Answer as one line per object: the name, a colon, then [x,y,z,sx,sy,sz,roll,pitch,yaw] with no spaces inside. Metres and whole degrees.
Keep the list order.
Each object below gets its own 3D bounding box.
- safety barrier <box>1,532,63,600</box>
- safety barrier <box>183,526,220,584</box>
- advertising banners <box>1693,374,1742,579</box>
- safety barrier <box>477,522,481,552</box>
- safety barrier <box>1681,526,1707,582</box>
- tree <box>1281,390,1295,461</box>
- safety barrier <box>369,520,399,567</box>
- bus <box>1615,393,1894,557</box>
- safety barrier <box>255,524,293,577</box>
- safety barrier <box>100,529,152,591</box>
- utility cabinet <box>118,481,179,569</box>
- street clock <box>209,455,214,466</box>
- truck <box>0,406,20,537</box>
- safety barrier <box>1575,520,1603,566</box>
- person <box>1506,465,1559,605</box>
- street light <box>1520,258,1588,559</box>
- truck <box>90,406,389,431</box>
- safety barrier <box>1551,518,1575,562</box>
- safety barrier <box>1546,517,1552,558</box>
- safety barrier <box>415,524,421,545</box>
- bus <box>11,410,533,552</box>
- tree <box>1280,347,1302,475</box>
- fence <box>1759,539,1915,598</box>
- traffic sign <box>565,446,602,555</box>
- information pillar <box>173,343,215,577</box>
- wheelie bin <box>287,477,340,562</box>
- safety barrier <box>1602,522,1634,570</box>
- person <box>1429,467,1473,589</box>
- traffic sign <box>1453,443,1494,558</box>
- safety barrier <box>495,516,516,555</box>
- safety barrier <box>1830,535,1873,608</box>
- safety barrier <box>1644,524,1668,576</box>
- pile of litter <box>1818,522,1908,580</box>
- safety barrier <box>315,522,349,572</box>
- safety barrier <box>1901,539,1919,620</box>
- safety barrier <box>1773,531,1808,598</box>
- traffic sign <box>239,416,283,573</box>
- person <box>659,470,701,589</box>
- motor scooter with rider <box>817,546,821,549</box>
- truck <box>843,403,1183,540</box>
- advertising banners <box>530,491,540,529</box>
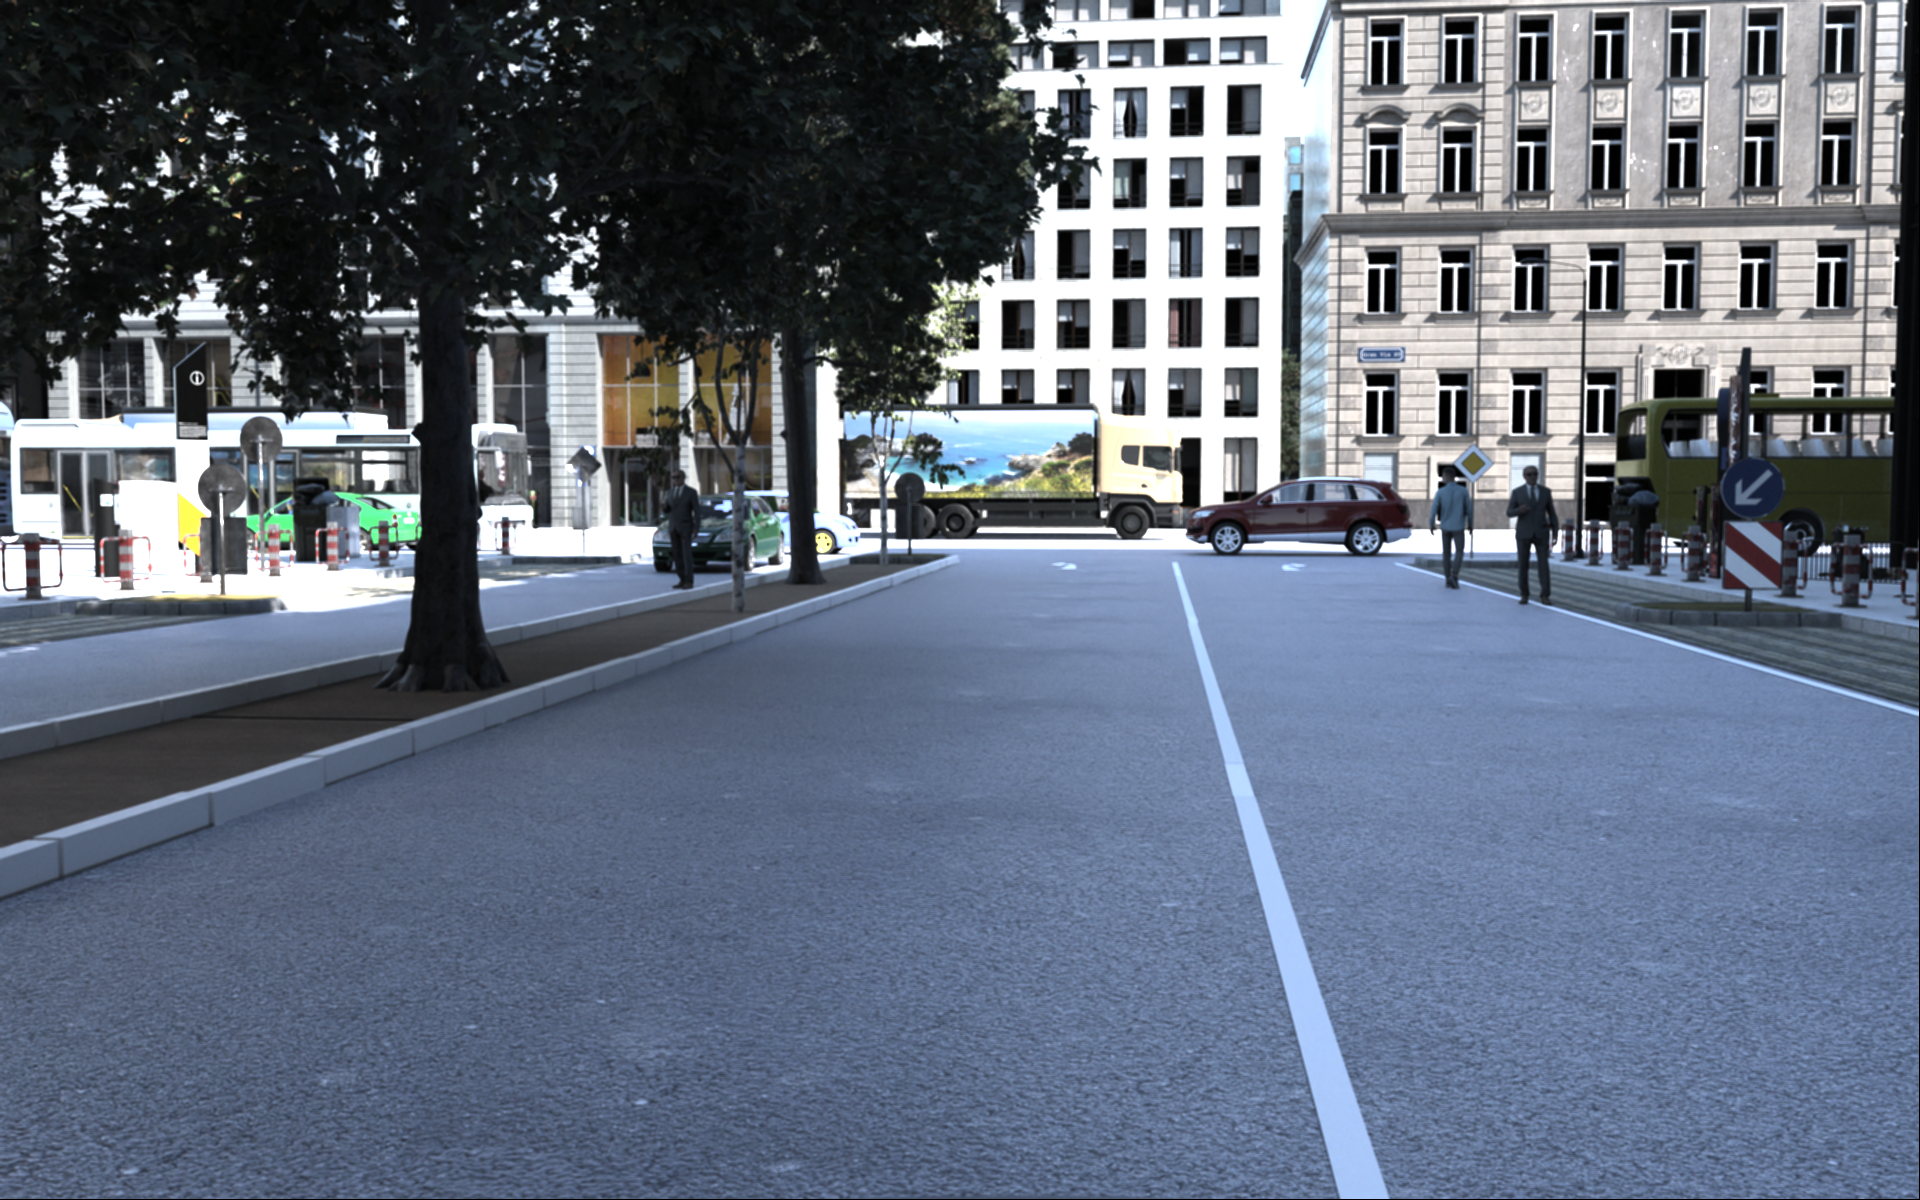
safety barrier: [-11.241,-0.411,21.000,0.300,0.817,1.120,0,4,6]
safety barrier: [-10.815,-0.646,24.834,0.300,0.817,1.120,0,4,6]
advertising banners: [11.503,-1.844,26.329,0.090,3.025,2.074,0,4,7]
safety barrier: [-9.743,-1.229,34.377,0.300,0.817,1.120,0,4,6]
safety barrier: [10.730,-0.676,25.323,0.300,0.817,1.120,0,4,6]
tree: [24.038,-13.110,140.099,9.928,11.665,9.643,0,3,0]
safety barrier: [-10.166,-0.996,30.567,0.300,0.817,1.120,0,4,6]
bus: [21.346,-2.895,38.879,12.252,3.916,2.896,0,4,5]
safety barrier: [-10.592,-0.763,26.757,0.300,0.817,1.120,0,4,6]
safety barrier: [-11.026,-0.528,22.910,0.300,0.817,1.120,0,4,6]
utility cabinet: [-13.961,-1.294,29.842,0.318,1.500,1.173,1,4,9]
street clock: [-13.707,-1.639,31.361,0.358,2.002,0.471,0,4,6]
truck: [-32.605,-3.300,43.706,18.799,4.110,2.967,0,4,5]
safety barrier: [11.365,-1.025,31.039,0.300,0.817,1.120,0,4,6]
person: [7.430,-0.842,22.449,0.661,1.801,0.590,1,4,10]
street light: [11.727,-3.771,34.204,1.470,5.913,1.316,0,4,6]
truck: [-24.551,-4.147,56.712,11.283,4.237,2.839,0,4,7]
safety barrier: [11.587,-1.142,32.949,0.300,0.817,1.120,0,4,6]
safety barrier: [11.800,-1.259,34.864,0.300,0.817,1.120,0,4,6]
safety barrier: [-9.958,-1.113,32.472,0.300,0.817,1.120,0,4,6]
bus: [-16.570,-2.946,43.030,13.247,3.499,2.948,0,4,6]
tree: [23.186,-12.548,127.210,6.751,12.117,7.091,0,3,0]
fence: [11.309,-0.431,22.428,0.278,0.683,2.069,-2,4,-27]
traffic sign: [-7.935,-2.010,36.506,0.795,2.450,0.064,0,4,6]
information pillar: [-11.835,-2.164,26.737,0.183,3.616,0.504,3,5,44]
wheelie bin: [-12.325,-1.535,33.002,0.980,1.594,0.693,-1,4,-13]
safety barrier: [11.157,-0.909,29.133,0.300,0.817,1.120,0,4,6]
person: [7.473,-1.106,26.441,0.638,1.841,0.748,2,4,29]
traffic sign: [10.194,-1.885,34.465,0.795,2.450,0.064,0,4,6]
safety barrier: [-9.525,-1.348,36.308,0.300,0.817,1.120,0,4,6]
safety barrier: [10.087,-0.326,19.602,0.300,0.817,1.120,0,4,6]
safety barrier: [10.944,-0.792,27.229,0.300,0.817,1.120,0,4,6]
pile of litter: [13.869,-0.771,26.575,1.176,0.858,1.719,1,4,18]
safety barrier: [-10.382,-0.880,28.662,0.300,0.817,1.120,0,4,6]
safety barrier: [9.875,-0.209,17.697,0.300,0.817,1.120,0,4,6]
safety barrier: [10.303,-0.443,21.513,0.300,0.817,1.120,0,4,6]
traffic sign: [-11.385,-1.719,28.214,0.768,2.556,0.104,1,4,9]
person: [-4.257,-1.073,26.218,0.661,1.801,0.590,1,4,22]
motor scooter with rider: [-4.353,-2.233,45.473,1.986,1.779,0.876,0,4,8]
truck: [2.041,-4.034,54.877,11.283,4.237,2.839,0,4,7]
advertising banners: [-15.941,-4.052,62.437,0.090,3.025,2.074,2,4,32]
